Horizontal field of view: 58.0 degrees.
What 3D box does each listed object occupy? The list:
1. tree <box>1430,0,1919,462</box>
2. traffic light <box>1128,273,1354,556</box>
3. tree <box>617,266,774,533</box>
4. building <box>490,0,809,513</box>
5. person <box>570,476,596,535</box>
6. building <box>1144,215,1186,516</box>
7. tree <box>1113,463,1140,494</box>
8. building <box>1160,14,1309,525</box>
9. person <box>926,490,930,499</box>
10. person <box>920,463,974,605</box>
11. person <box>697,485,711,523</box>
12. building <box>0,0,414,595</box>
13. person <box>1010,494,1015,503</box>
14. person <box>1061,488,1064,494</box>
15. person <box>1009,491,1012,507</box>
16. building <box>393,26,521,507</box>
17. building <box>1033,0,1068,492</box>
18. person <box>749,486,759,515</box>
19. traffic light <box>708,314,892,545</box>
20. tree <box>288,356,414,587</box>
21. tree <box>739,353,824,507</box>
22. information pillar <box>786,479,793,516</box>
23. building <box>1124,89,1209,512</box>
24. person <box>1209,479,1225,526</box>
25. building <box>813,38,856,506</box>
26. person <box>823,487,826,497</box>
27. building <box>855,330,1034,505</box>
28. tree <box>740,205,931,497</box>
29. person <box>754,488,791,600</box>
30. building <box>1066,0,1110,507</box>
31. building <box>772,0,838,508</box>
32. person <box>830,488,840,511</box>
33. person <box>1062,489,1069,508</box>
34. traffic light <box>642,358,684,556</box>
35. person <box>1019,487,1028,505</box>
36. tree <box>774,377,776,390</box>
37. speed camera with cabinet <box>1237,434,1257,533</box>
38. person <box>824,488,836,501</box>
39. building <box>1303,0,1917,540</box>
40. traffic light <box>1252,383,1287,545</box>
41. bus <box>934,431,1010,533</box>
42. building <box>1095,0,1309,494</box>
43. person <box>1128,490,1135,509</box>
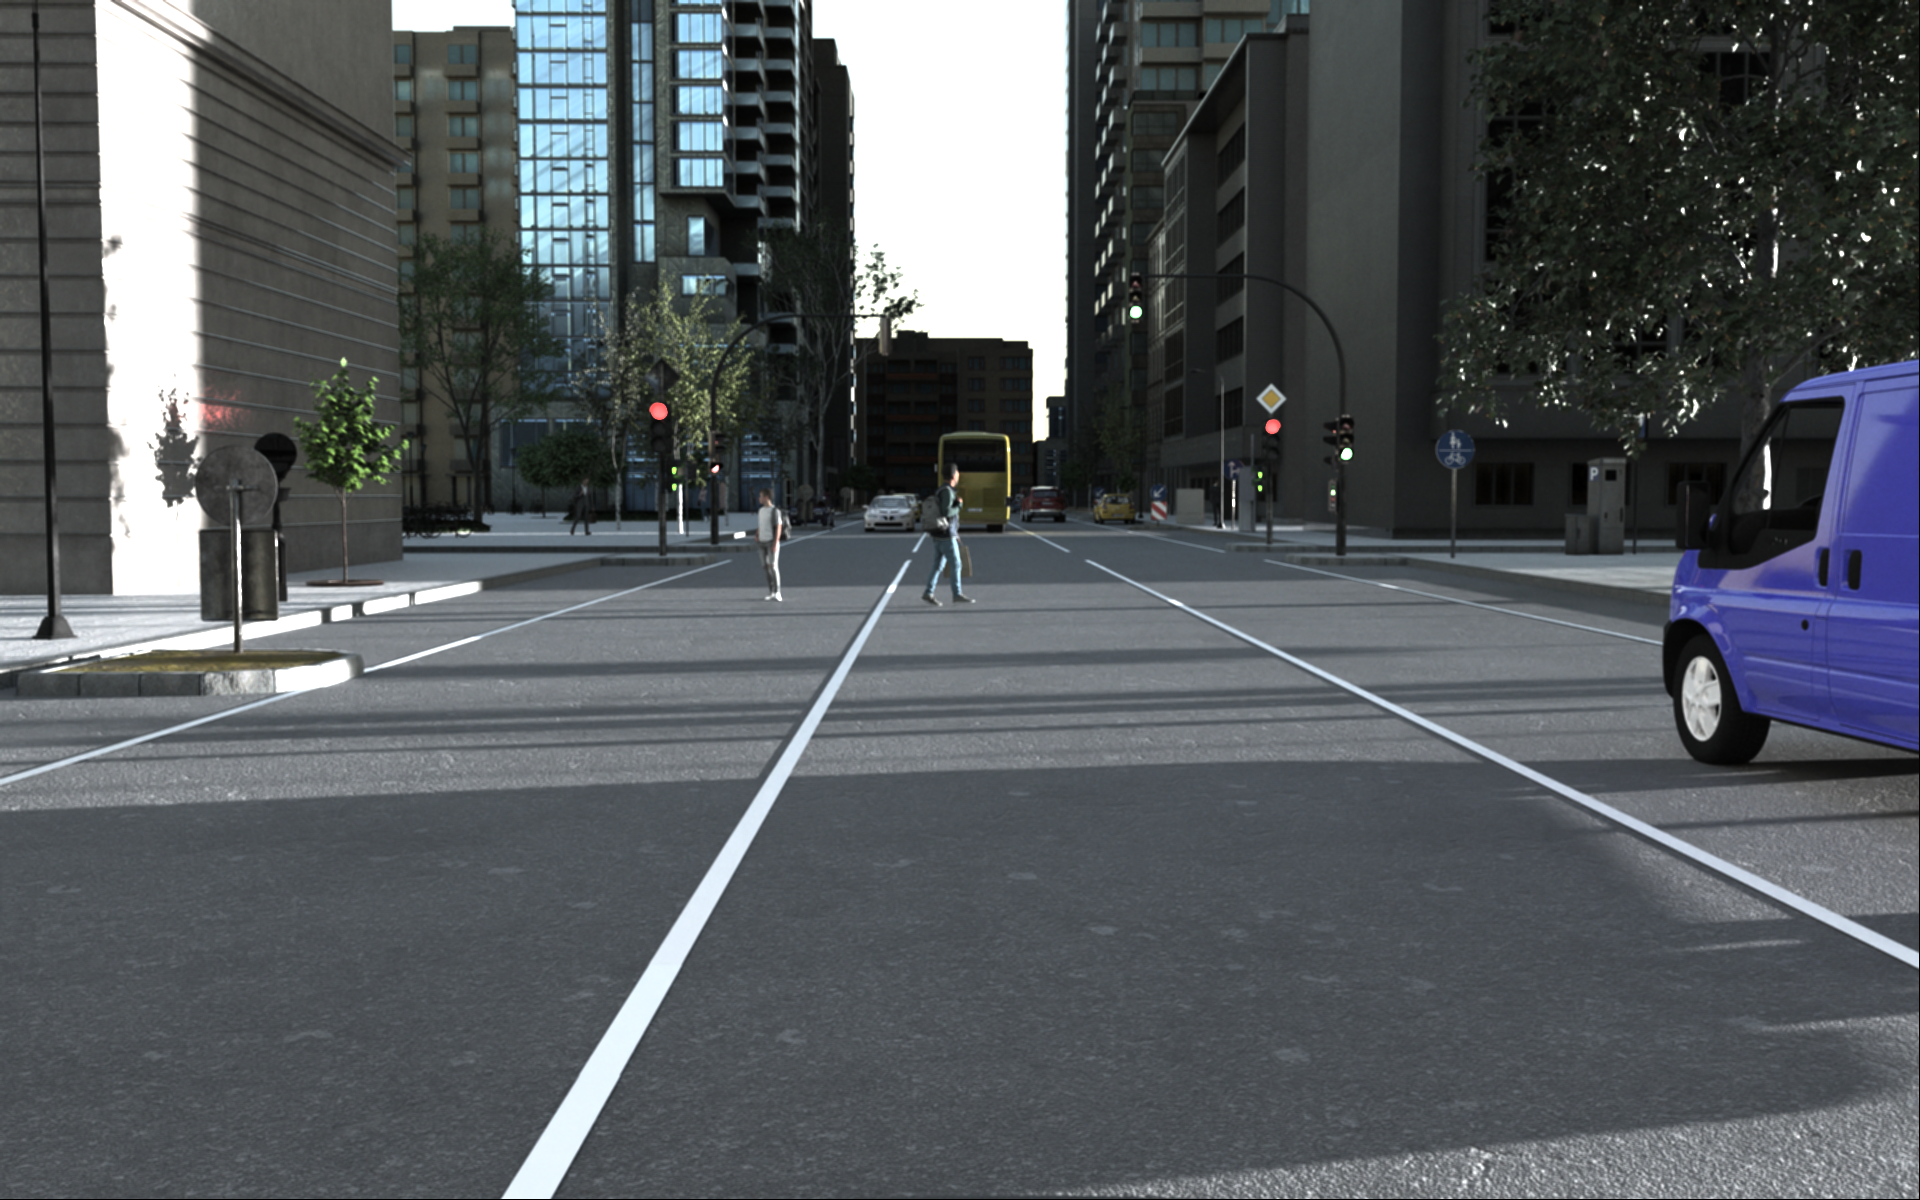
[{"bbox_3d":[10.984,-6.508,23.417,9.611,12.733,9.660,0,3,0],"label":"tree"},{"bbox_3d":[5.813,-3.740,35.824,4.771,5.953,1.251,0,4,0],"label":"traffic light"},{"bbox_3d":[-9.020,-6.522,56.995,4.737,8.622,4.395,0,3,0],"label":"tree"},{"bbox_3d":[-22.565,-50.147,132.574,22.319,86.520,31.000,0,4,0],"label":"building"},{"bbox_3d":[-11.811,-2.951,54.257,0.822,1.834,0.622,3,5,44],"label":"person"},{"bbox_3d":[17.526,-15.951,109.947,9.793,20.994,18.267,0,4,0],"label":"building"},{"bbox_3d":[10.396,-6.871,106.948,1.663,3.219,1.824,0,3,0],"label":"tree"},{"bbox_3d":[18.790,-16.309,85.725,14.314,24.678,30.058,0,4,0],"label":"building"},{"bbox_3d":[-2.492,-7.446,130.956,0.721,1.735,1.217,0,4,3],"label":"person"},{"bbox_3d":[-0.158,-0.832,22.083,0.713,1.824,0.794,0,4,4],"label":"person"},{"bbox_3d":[-11.519,-4.367,78.033,0.643,1.750,0.593,-1,4,-23],"label":"person"},{"bbox_3d":[-22.352,-11.336,27.146,24.055,21.916,13.314,0,4,0],"label":"building"},{"bbox_3d":[5.141,-9.958,174.494,0.799,1.438,0.628,-1,4,-23],"label":"person"},{"bbox_3d":[10.253,-10.163,172.084,0.709,1.838,0.599,3,4,37],"label":"person"},{"bbox_3d":[5.677,-11.345,194.514,1.217,1.766,0.721,2,4,32],"label":"person"},{"bbox_3d":[-48.559,-34.308,180.538,30.456,49.044,23.786,0,4,0],"label":"building"},{"bbox_3d":[24.634,-55.179,214.850,31.000,86.520,22.319,0,4,0],"label":"building"},{"bbox_3d":[-12.641,-6.131,106.555,0.573,1.790,0.520,1,4,12],"label":"person"},{"bbox_3d":[-4.116,-4.235,43.907,4.771,5.953,1.251,0,4,0],"label":"traffic light"},{"bbox_3d":[-8.557,-1.823,24.413,1.663,3.219,1.824,0,3,0],"label":"tree"},{"bbox_3d":[-9.589,-8.597,90.920,4.360,8.622,3.978,0,3,0],"label":"tree"},{"bbox_3d":[-8.544,-5.037,86.854,0.304,2.012,0.304,1,4,12],"label":"information pillar"},{"bbox_3d":[18.944,-21.761,127.488,14.160,30.474,14.107,0,4,0],"label":"building"},{"bbox_3d":[10.377,-3.953,70.033,0.648,1.900,0.474,0,4,-1],"label":"person"},{"bbox_3d":[-22.113,-34.166,182.320,21.600,48.544,21.300,0,4,0],"label":"building"},{"bbox_3d":[-10.031,-7.390,126.870,0.705,1.824,1.348,3,5,44],"label":"person"},{"bbox_3d":[-5.840,-22.869,218.942,28.899,21.520,27.650,0,4,0],"label":"building"},{"bbox_3d":[-8.057,-15.636,111.536,12.611,20.169,13.585,0,3,0],"label":"tree"},{"bbox_3d":[-2.562,-0.759,23.510,0.503,1.515,0.523,1,4,13],"label":"person"},{"bbox_3d":[21.561,-38.919,178.319,21.231,58.520,28.212,0,4,0],"label":"building"},{"bbox_3d":[-21.872,-44.102,159.313,20.563,71.187,20.611,0,4,0],"label":"building"},{"bbox_3d":[-9.374,-7.626,131.454,1.217,1.735,0.721,-2,4,-35],"label":"person"},{"bbox_3d":[9.470,-9.244,157.740,0.990,1.755,0.434,-2,4,-31],"label":"person"},{"bbox_3d":[-6.156,-2.872,35.873,0.839,4.253,0.868,0,4,0],"label":"traffic light"},{"bbox_3d":[3.598,-5.450,97.586,0.573,1.828,0.580,3,4,38],"label":"person"},{"bbox_3d":[-9.490,-7.331,70.223,4.737,8.622,4.395,0,3,0],"label":"tree"},{"bbox_3d":[9.632,-3.899,58.083,0.660,3.252,2.038,1,4,10],"label":"speed camera with cabinet"},{"bbox_3d":[-9.289,-6.993,121.057,1.217,1.739,0.721,0,4,-7],"label":"person"},{"bbox_3d":[24.017,-15.889,53.290,24.014,27.812,14.314,0,4,0],"label":"building"},{"bbox_3d":[7.854,-3.366,43.963,0.839,4.253,0.868,0,4,0],"label":"traffic light"},{"bbox_3d":[0.431,-4.626,67.189,2.896,3.916,12.252,0,4,-1],"label":"bus"},{"bbox_3d":[23.466,-32.399,149.340,23.786,49.044,30.456,0,4,0],"label":"building"},{"bbox_3d":[11.662,-6.780,117.242,0.374,1.781,0.599,-2,4,-34],"label":"person"}]
